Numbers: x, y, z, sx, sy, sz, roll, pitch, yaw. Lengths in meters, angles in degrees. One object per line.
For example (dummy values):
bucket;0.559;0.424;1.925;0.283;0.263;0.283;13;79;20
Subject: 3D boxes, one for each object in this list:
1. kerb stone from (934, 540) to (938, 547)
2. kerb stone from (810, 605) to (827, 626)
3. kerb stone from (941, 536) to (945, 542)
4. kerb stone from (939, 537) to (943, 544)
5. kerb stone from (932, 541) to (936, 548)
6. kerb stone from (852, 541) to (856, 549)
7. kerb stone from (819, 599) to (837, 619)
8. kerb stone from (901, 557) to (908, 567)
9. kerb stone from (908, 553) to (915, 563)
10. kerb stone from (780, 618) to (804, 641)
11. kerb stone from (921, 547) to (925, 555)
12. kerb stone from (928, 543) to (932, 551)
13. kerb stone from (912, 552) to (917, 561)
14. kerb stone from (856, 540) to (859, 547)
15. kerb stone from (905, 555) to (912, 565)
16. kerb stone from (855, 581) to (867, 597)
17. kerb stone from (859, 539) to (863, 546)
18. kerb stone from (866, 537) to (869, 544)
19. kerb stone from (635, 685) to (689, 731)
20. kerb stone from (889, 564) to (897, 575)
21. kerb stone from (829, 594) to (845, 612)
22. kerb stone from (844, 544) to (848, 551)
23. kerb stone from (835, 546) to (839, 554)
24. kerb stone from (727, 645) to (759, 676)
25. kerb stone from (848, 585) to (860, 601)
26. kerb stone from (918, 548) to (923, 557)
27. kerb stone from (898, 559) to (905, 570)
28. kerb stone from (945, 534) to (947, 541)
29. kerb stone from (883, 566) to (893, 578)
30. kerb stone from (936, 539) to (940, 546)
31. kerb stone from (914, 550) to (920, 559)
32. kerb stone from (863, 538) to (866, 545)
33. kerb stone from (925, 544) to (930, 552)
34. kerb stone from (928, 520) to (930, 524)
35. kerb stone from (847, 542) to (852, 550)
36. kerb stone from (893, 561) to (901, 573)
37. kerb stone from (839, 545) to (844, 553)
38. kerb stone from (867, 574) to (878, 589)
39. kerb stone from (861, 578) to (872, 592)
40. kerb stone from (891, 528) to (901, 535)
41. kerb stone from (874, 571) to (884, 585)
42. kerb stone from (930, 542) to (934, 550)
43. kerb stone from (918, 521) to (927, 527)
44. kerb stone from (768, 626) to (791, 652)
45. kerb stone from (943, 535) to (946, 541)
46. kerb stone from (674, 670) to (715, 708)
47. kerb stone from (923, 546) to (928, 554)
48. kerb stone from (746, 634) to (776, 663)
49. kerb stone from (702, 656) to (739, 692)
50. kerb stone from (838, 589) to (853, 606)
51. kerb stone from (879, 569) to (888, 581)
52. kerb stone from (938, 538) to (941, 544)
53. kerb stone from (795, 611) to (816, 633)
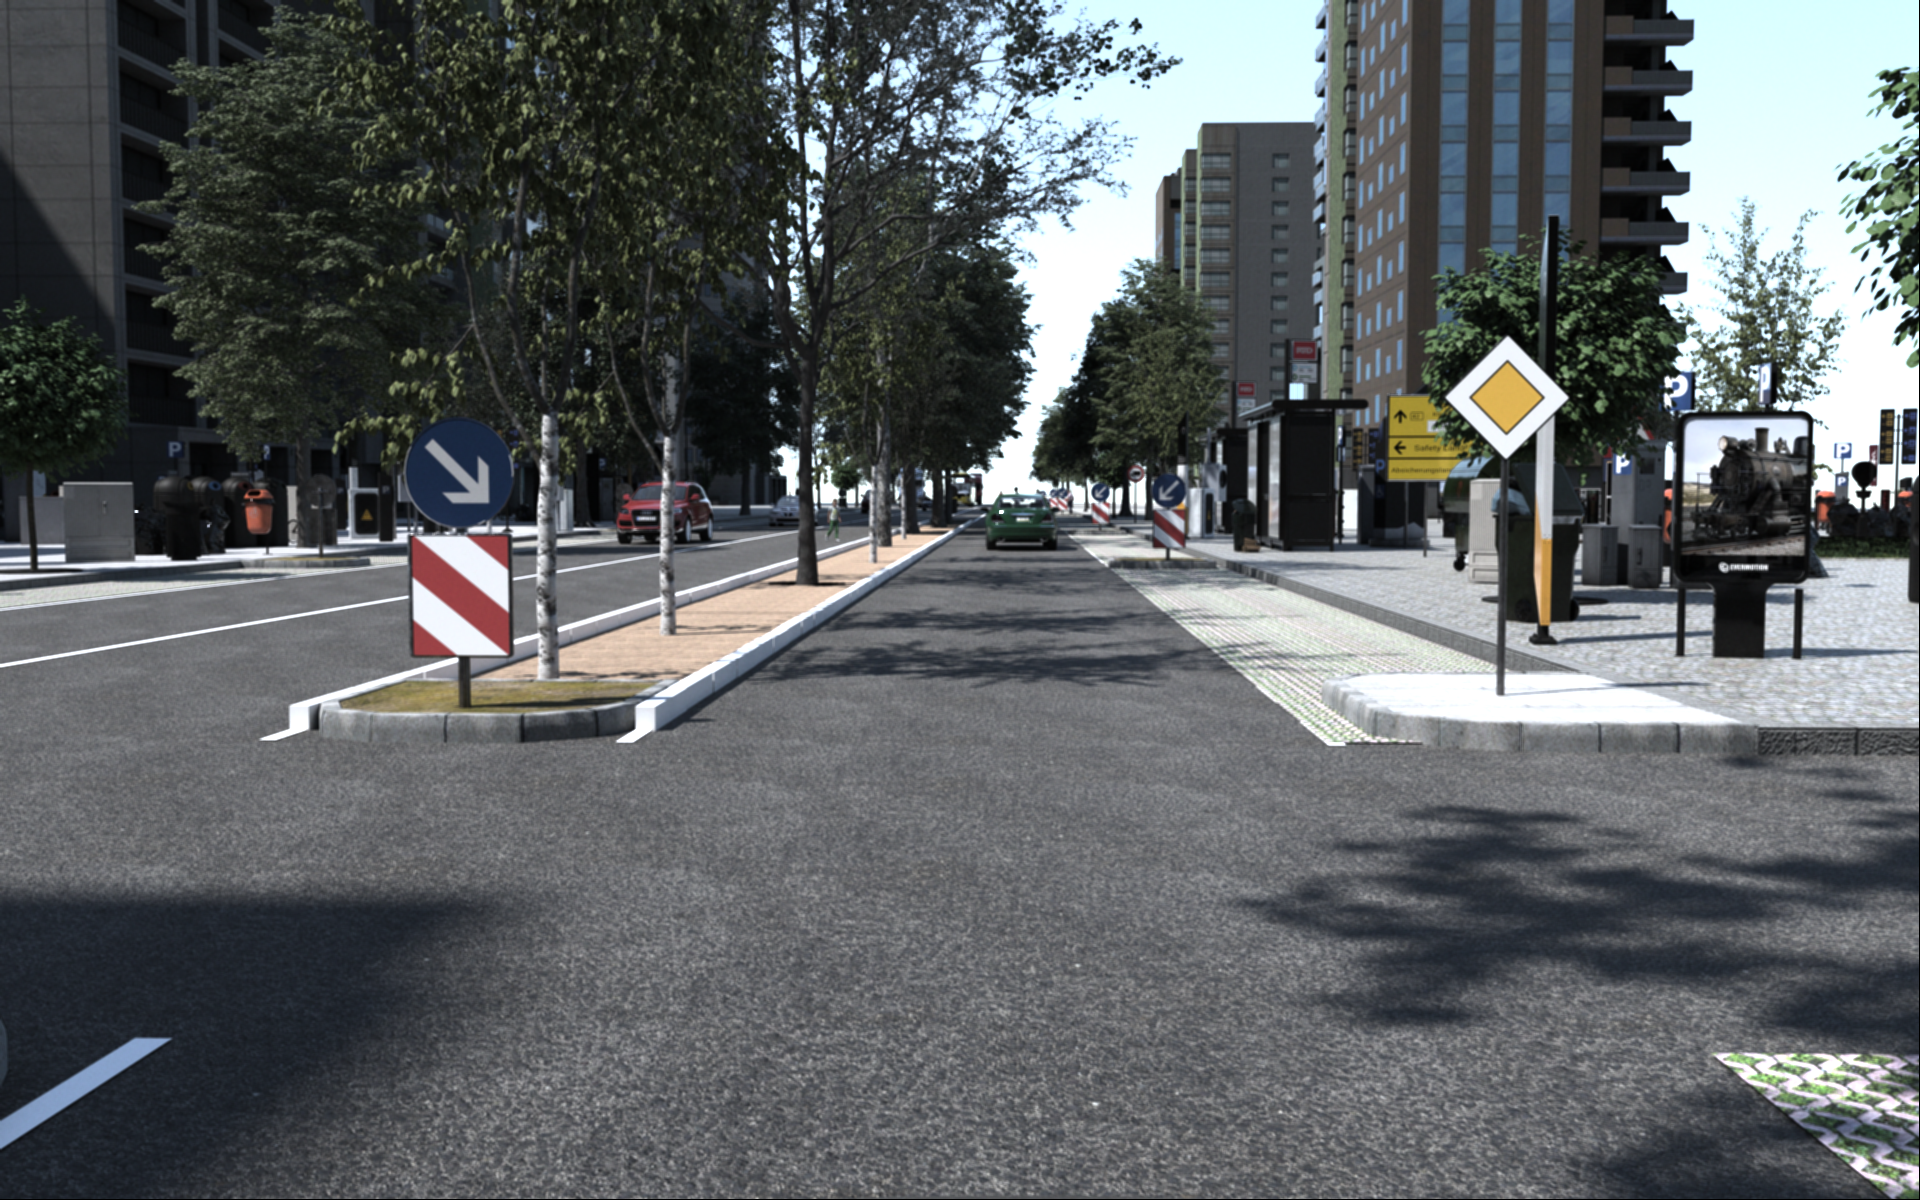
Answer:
kerb stone;-0.735;-1.439;45.774;0.120;0.150;1.000;0;4;2
kerb stone;-1.610;0.195;19.153;0.120;0.150;1.000;0;4;2
kerb stone;-0.592;-1.693;49.884;0.120;0.150;1.000;0;4;2
kerb stone;-0.631;-1.630;48.854;0.120;0.150;1.000;0;4;2
kerb stone;-0.770;-1.377;44.753;0.120;0.150;1.000;0;4;2
kerb stone;-2.870;-1.383;44.808;0.120;0.150;1.000;0;4;2
kerb stone;-1.576;0.126;20.174;0.120;0.150;1.000;0;4;2
kerb stone;-1.138;-0.690;33.475;0.120;0.150;1.000;0;4;2
kerb stone;-1.068;-0.815;35.529;0.120;0.150;1.000;0;4;2
kerb stone;-1.690;0.314;17.110;0.120;0.150;1.000;0;4;2
kerb stone;-0.937;-1.066;39.627;0.120;0.150;1.000;0;4;2
kerb stone;-0.837;-1.255;42.707;0.120;0.150;1.000;0;4;2
kerb stone;-1.043;-0.878;36.557;0.120;0.150;1.000;0;4;2
kerb stone;-2.836;-1.446;45.830;0.120;0.150;1.000;0;4;2
kerb stone;-1.104;-0.752;34.497;0.120;0.150;1.000;0;4;2
kerb stone;-1.444;-0.127;24.272;0.120;0.150;1.000;0;4;2
kerb stone;-2.797;-1.505;46.852;0.120;0.150;1.000;0;4;2
kerb stone;-2.729;-1.633;48.895;0.120;0.150;1.000;0;4;2
kerb stone;-1.884;0.687;10.959;0.120;0.150;1.000;0;4;2
kerb stone;-1.240;-0.500;30.401;0.120;0.150;1.000;0;4;2
kerb stone;-1.548;0.061;21.201;0.120;0.150;1.000;0;4;2
kerb stone;-2.935;-1.253;42.757;0.120;0.150;1.000;0;4;2
kerb stone;-3.009;-1.132;40.707;0.120;0.150;1.000;0;4;2
kerb stone;-1.780;0.500;14.028;0.120;0.150;1.000;0;4;2
kerb stone;-1.479;-0.060;23.244;0.120;0.150;1.000;0;4;2
kerb stone;-0.977;-1.004;38.603;0.120;0.150;1.000;0;4;2
kerb stone;-1.167;-0.625;32.448;0.120;0.150;1.000;0;4;2
kerb stone;-0.533;-1.815;51.938;0.120;0.150;1.000;0;4;2
kerb stone;-1.282;-0.439;29.380;0.120;0.150;1.000;0;4;2
kerb stone;-0.703;-1.499;46.796;0.120;0.150;1.000;0;4;2
kerb stone;-1.008;-0.941;37.579;0.120;0.150;1.000;0;4;2
kerb stone;-2.765;-1.570;47.873;0.120;0.150;1.000;0;4;2
kerb stone;-0.867;-1.192;41.686;0.120;0.150;1.000;0;4;2
kerb stone;-1.642;-3.639;81.695;0.120;0.150;1.000;0;4;2
kerb stone;-2.907;-1.319;43.780;0.120;0.150;1.000;0;4;2
kerb stone;-1.207;-0.563;31.427;0.120;0.150;1.000;0;4;2
kerb stone;-2.974;-1.190;41.728;0.120;0.150;1.000;0;4;2
kerb stone;-1.381;-0.251;26.316;0.120;0.150;1.000;0;4;2
kerb stone;-1.419;-0.190;25.294;0.120;0.150;1.000;0;4;2
kerb stone;-2.292;-2.448;62.216;0.120;0.150;1.000;0;4;2
kerb stone;-1.341;-0.314;27.337;0.120;0.150;1.000;0;4;2
kerb stone;-0.808;-1.317;43.732;0.120;0.150;1.000;0;4;2
kerb stone;-1.716;-3.514;79.646;0.120;0.150;1.000;0;4;2
kerb stone;-1.718;0.381;16.085;0.120;0.150;1.000;0;4;2
kerb stone;-0.561;-1.754;50.914;0.120;0.150;1.000;0;4;2
kerb stone;-1.858;0.625;11.981;0.120;0.150;1.000;0;4;2
kerb stone;-0.907;-1.124;40.657;0.120;0.150;1.000;0;4;2
kerb stone;-1.752;0.437;15.052;0.120;0.150;1.000;0;4;2
kerb stone;-1.818;0.562;13.002;0.120;0.150;1.000;0;4;2
kerb stone;-1.517;-0.001;22.222;0.120;0.150;1.000;0;4;2
kerb stone;-1.316;-0.377;28.358;0.120;0.150;1.000;0;4;2
kerb stone;-0.663;-1.565;47.829;0.120;0.150;1.000;0;4;2
kerb stone;-1.649;0.249;18.131;0.120;0.150;1.000;0;4;2
